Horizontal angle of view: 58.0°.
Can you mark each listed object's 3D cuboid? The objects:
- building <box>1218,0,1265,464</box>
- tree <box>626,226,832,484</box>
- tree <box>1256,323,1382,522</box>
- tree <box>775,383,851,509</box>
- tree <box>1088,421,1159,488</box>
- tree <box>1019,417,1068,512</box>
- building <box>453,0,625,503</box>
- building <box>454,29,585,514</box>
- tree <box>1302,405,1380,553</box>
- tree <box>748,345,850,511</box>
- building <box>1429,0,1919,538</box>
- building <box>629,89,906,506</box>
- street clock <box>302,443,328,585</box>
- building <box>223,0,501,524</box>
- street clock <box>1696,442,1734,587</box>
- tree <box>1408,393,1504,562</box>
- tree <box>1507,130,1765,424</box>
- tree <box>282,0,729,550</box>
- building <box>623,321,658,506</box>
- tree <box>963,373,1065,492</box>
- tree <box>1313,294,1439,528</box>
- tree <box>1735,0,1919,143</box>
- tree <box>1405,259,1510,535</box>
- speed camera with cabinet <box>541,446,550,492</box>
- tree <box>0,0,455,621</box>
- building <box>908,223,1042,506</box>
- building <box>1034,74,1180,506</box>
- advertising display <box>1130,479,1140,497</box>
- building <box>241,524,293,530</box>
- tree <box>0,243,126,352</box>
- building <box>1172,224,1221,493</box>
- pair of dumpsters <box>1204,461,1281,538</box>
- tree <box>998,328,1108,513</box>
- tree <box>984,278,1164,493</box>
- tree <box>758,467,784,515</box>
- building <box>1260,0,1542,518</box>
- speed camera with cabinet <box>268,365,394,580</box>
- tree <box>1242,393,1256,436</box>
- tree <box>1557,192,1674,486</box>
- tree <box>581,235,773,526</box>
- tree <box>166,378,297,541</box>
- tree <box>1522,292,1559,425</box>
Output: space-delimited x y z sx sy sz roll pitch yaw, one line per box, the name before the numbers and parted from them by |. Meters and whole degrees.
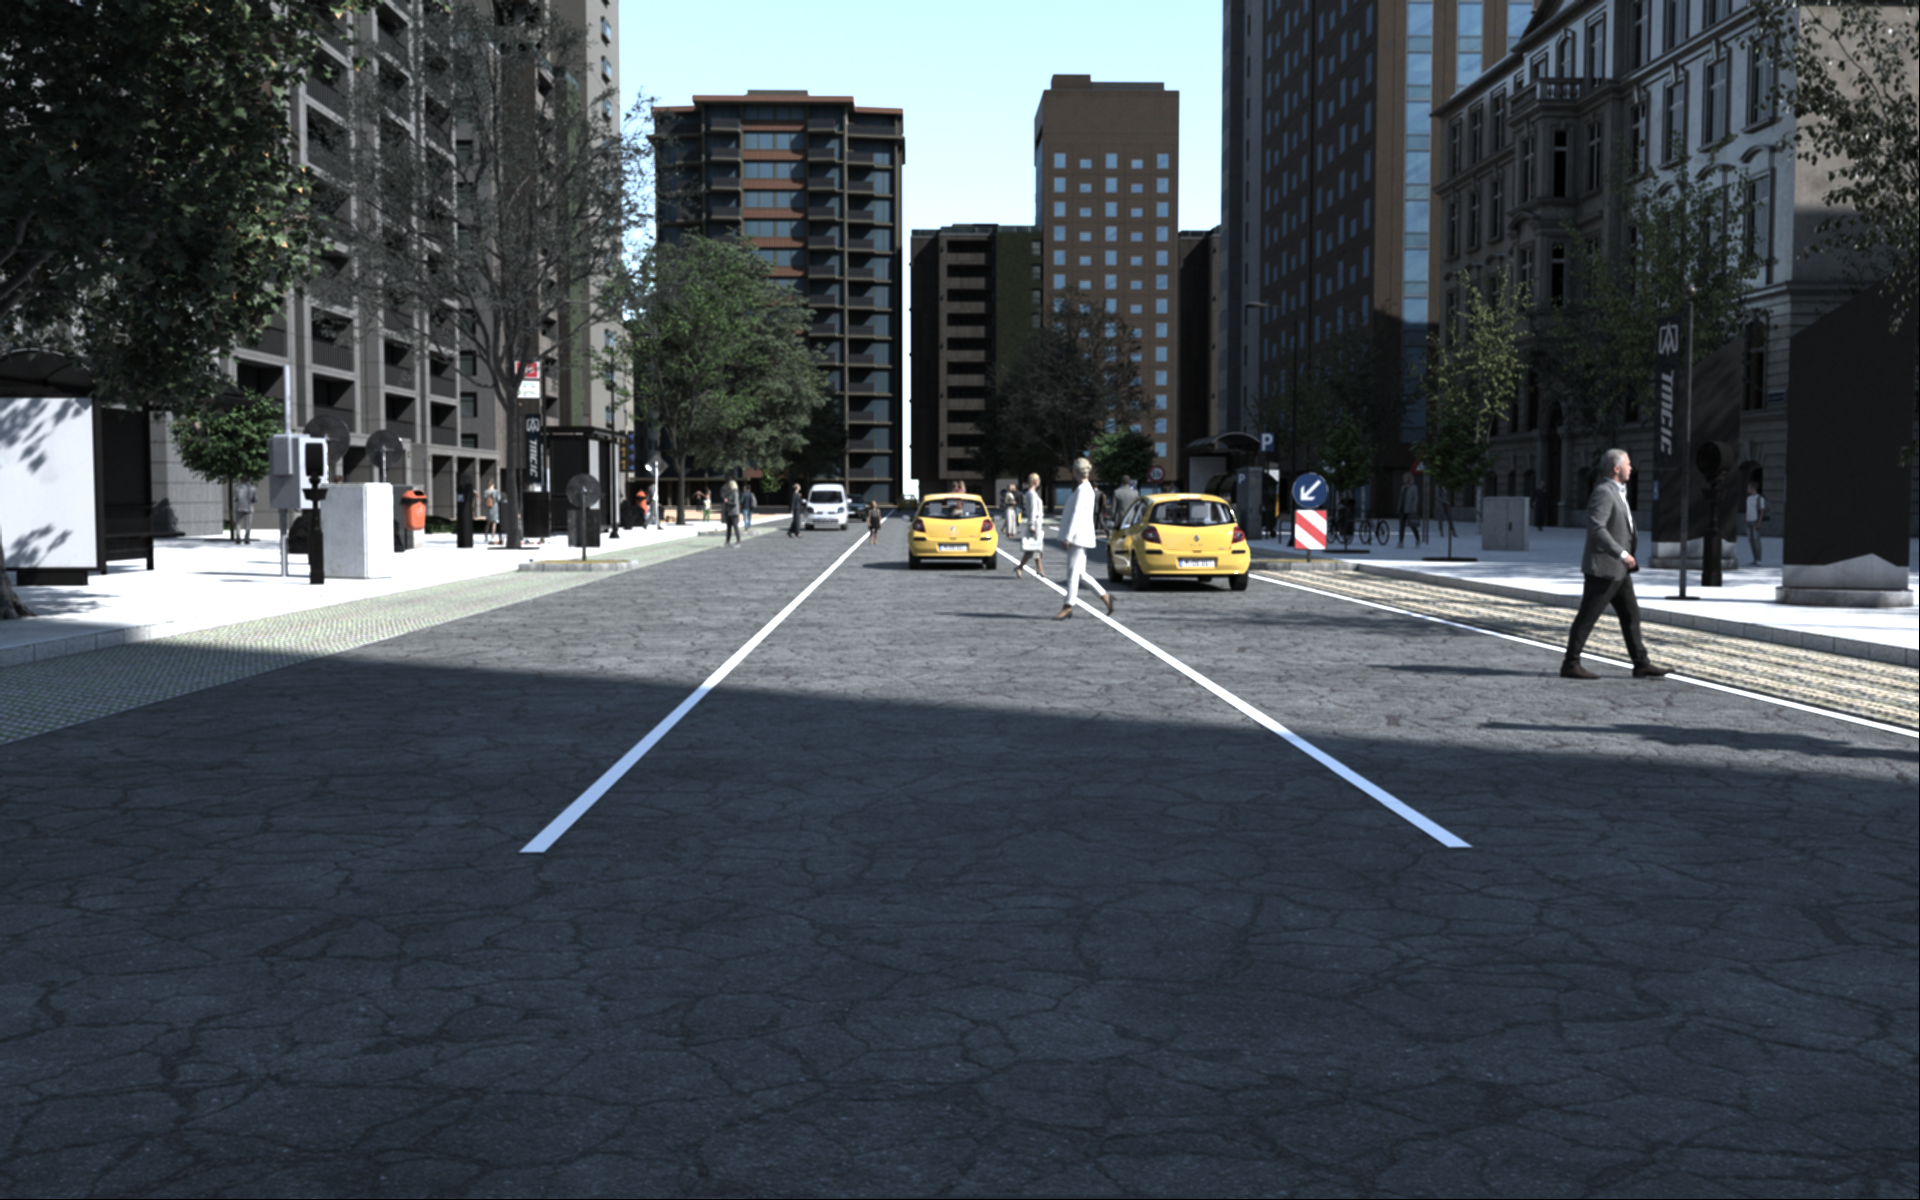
building | 30.513 -36.044 131.322 21.231 58.520 28.212 0 4 -2
tree | -10.873 -10.748 82.377 9.857 13.997 8.962 0 3 0
tree | 16.147 -7.608 74.756 4.737 8.622 4.395 0 3 0
tree | -12.714 -12.853 144.560 8.767 10.594 7.601 1 4 20
tree | 7.409 -5.783 78.258 4.285 4.588 4.351 0 3 0
tree | 6.636 -10.803 126.997 4.737 8.622 4.395 0 3 0
building | -38.241 -31.134 132.740 21.600 48.544 21.300 0 4 -2
building | -32.649 -20.791 111.638 14.160 30.474 14.107 0 4 -2
tree | 8.331 -2.649 37.911 1.663 3.219 1.824 0 3 0
tree | -12.654 -13.018 130.963 7.486 12.596 7.792 0 3 0
building | 28.687 -15.153 66.843 14.460 24.649 34.723 0 4 -2
building | -20.401 -32.778 190.545 28.867 44.769 22.147 0 4 -2
street clock | -9.143 -1.224 24.576 0.358 2.002 0.471 -1 4 -18
building | -36.215 -39.964 91.661 20.563 71.187 20.611 0 4 -2
street clock | 10.439 -1.188 23.995 0.358 2.002 0.471 -1 4 -20
tree | 9.541 -2.359 33.164 1.663 3.219 1.824 0 3 0
tree | 13.938 -5.138 34.373 4.737 8.622 4.395 0 3 0
tree | -10.428 -7.921 39.874 12.009 13.543 11.850 0 3 0
building | -49.686 -21.327 193.737 28.899 21.520 27.650 0 4 -2
tree | 5.435 -14.685 157.113 9.611 12.733 9.660 0 3 0
tree | 15.273 -6.973 64.365 4.360 8.622 3.978 0 3 0
tree | 9.546 -4.005 15.843 4.360 8.622 3.978 0 3 0
tree | 16.395 -6.387 54.797 4.737 8.622 4.395 0 3 0
speed camera with cabinet | -14.144 -4.093 61.258 2.038 3.252 0.660 2 4 28
tree | -10.093 -6.140 17.403 9.611 12.733 9.660 0 3 0
building | 1.481 -25.442 187.684 14.107 30.474 14.160 0 4 -2
building | 15.607 -32.925 188.440 14.200 45.320 14.600 0 4 -2
advertising display | 7.257 -4.131 72.761 0.123 1.923 0.974 -2 4 -26
building | -34.464 -38.651 70.199 20.563 71.187 20.611 0 4 -2
tree | -19.743 -5.414 38.884 4.360 8.622 3.978 0 3 0
building | 30.065 -25.489 188.443 14.107 30.474 14.160 0 4 -2
pair of dumpsters | 8.554 -3.059 52.516 1.574 2.255 4.437 0 4 -2
tree | 6.522 -12.180 117.268 7.486 12.596 7.792 0 3 0
tree | 6.493 -11.578 99.663 12.009 13.543 11.850 0 3 0
tree | -12.121 -6.972 108.600 1.663 3.219 1.824 0 3 0
building | 27.609 -28.156 110.467 14.600 45.320 14.200 0 4 -2
speed camera with cabinet | -9.638 -1.969 26.525 2.038 3.252 0.660 2 4 27
tree | 15.605 -8.034 81.722 4.737 8.622 4.395 0 3 0
tree | 17.504 -5.568 41.401 4.360 8.622 3.978 0 3 0
tree | -11.461 -8.853 70.507 9.928 11.665 9.643 0 3 0
tree | -20.062 -3.921 47.818 4.285 4.588 4.351 0 3 0
tree | 17.997 -6.002 48.495 4.360 8.622 3.978 0 3 0
